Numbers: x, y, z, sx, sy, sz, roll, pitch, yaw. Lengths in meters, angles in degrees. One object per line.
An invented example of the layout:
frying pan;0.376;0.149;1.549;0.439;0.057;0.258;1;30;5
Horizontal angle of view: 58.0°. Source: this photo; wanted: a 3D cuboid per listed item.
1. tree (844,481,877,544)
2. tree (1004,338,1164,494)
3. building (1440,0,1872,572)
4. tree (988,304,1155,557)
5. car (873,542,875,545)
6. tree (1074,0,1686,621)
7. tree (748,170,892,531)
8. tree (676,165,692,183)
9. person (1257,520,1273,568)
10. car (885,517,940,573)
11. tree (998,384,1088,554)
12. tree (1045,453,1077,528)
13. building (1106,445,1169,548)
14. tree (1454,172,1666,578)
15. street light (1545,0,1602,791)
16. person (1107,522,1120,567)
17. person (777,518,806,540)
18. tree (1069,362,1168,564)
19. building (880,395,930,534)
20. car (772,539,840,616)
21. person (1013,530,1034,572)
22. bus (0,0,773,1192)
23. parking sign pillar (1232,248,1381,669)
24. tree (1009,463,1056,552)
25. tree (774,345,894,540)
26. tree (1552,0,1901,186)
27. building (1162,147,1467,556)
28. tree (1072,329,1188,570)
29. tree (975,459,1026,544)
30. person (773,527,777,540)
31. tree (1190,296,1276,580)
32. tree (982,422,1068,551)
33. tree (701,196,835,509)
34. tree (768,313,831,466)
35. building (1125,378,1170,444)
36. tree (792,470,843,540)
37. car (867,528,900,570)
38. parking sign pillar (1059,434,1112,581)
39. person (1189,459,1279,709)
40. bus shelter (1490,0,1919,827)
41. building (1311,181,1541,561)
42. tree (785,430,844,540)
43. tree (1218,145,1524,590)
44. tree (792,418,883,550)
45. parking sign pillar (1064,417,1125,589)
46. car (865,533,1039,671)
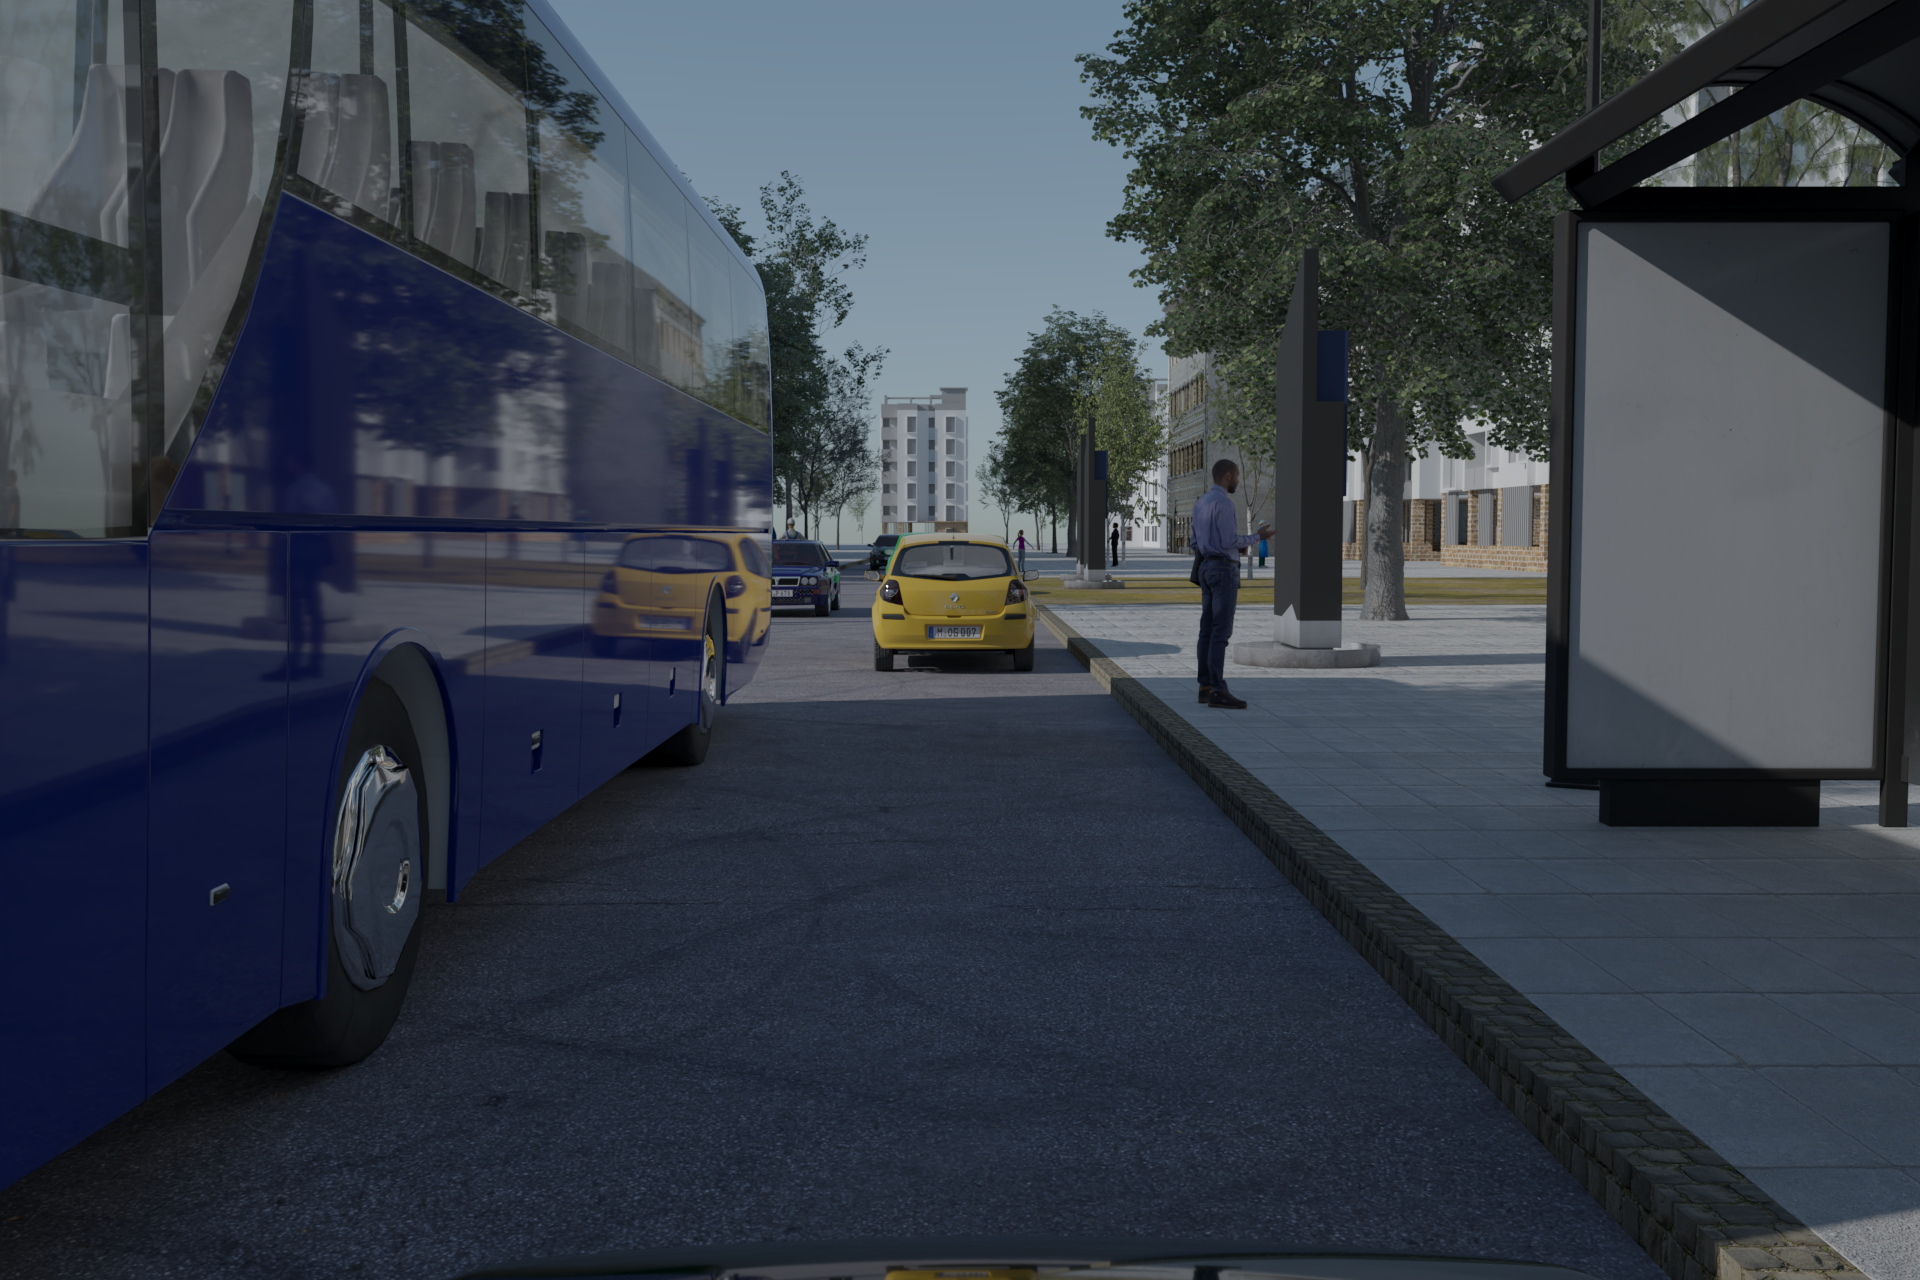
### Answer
tree;-12.406;-16.686;223.179;4.360;8.622;3.978;0;3;0
tree;5.882;-8.998;81.537;8.767;10.594;7.601;2;4;27
building;24.357;-12.911;67.517;16.016;20.090;11.380;0;3;0
tree;6.414;-11.662;97.331;9.857;13.997;8.962;0;3;0
car;-3.123;-4.449;82.530;2.009;1.686;4.222;0;3;0
tree;6.395;-7.274;25.593;9.857;13.997;8.962;0;3;0
tree;-10.059;-14.506;93.056;12.611;20.169;13.585;0;3;0
tree;-9.883;-8.257;53.124;7.486;12.596;7.792;0;3;0
person;11.533;-3.650;65.810;0.704;1.817;1.347;2;4;33
car;-0.676;-1.765;37.653;1.959;1.807;4.718;0;4;-1
tree;6.107;-11.528;114.237;9.928;11.665;9.643;0;3;0
tree;14.900;-19.041;229.453;7.486;12.596;7.792;0;3;0
building;19.298;-14.319;176.262;9.099;9.664;28.070;0;4;-1
tree;17.620;-7.589;49.832;9.928;11.665;9.643;0;3;0
street light;3.696;-2.208;8.643;1.470;5.913;1.316;0;4;0
person;6.016;-3.754;68.106;0.721;1.740;1.216;2;4;23
person;-4.351;-2.224;44.679;1.347;1.847;0.705;-1;4;-17
tree;6.489;-7.560;73.974;4.737;8.622;4.395;0;3;0
building;-10.096;-22.527;227.192;11.380;20.090;16.016;0;4;0
car;-3.121;-1.148;31.352;1.945;1.354;3.894;0;3;0
person;2.110;-2.990;58.148;0.599;1.433;0.991;-3;5;-42
bus;-2.766;-1.000;7.899;2.896;3.916;12.251;0;3;0
parking sign pillar;3.437;-1.750;17.079;1.447;3.967;1.447;0;4;0
tree;6.059;-10.604;123.737;4.360;8.622;3.978;0;3;0
tree;-9.745;-12.140;108.851;12.009;13.543;11.850;0;3;0
tree;5.424;-3.790;12.328;4.360;8.622;3.978;0;3;0
building;23.263;-16.911;107.429;19.493;23.208;18.063;0;3;0
tree;5.919;-6.818;61.834;4.737;8.622;4.395;0;3;0
tree;6.011;-18.360;225.948;9.928;11.665;9.643;0;3;0
person;-5.494;-2.644;49.199;0.705;1.833;1.349;-2;4;-34
tree;8.142;-6.016;48.717;4.360;8.622;3.978;0;3;0
tree;5.813;-12.222;134.246;7.601;10.594;8.767;2;4;26
tree;-9.066;-9.730;65.737;9.857;13.997;8.962;0;3;0
tree;-9.505;-9.362;78.817;9.928;11.665;9.643;0;3;0
building;24.574;-21.423;206.678;16.016;20.090;11.380;0;4;-1
tree;-18.761;-17.907;227.185;7.601;10.594;8.767;0;4;6
car;-2.710;-3.679;69.939;2.009;1.686;4.222;0;4;0
parking sign pillar;3.455;-3.607;47.452;1.447;3.967;1.447;0;4;-1
person;2.056;-0.432;12.980;0.599;1.838;0.709;-1;4;-16
bus shelter;3.369;-0.680;5.048;2.014;3.302;5.546;0;4;0
building;24.177;-14.530;93.991;16.016;20.090;11.380;0;4;-1
tree;-9.695;-10.439;121.037;4.360;8.622;3.978;0;3;0
tree;9.688;-6.457;39.988;7.601;10.594;8.767;-3;4;-36
tree;-9.887;-12.434;137.705;8.767;10.594;7.601;1;4;17
parking sign pillar;3.175;-3.196;40.731;1.447;3.967;1.447;0;4;0
car;-0.085;-0.567;19.496;2.015;1.641;3.980;0;4;-1
